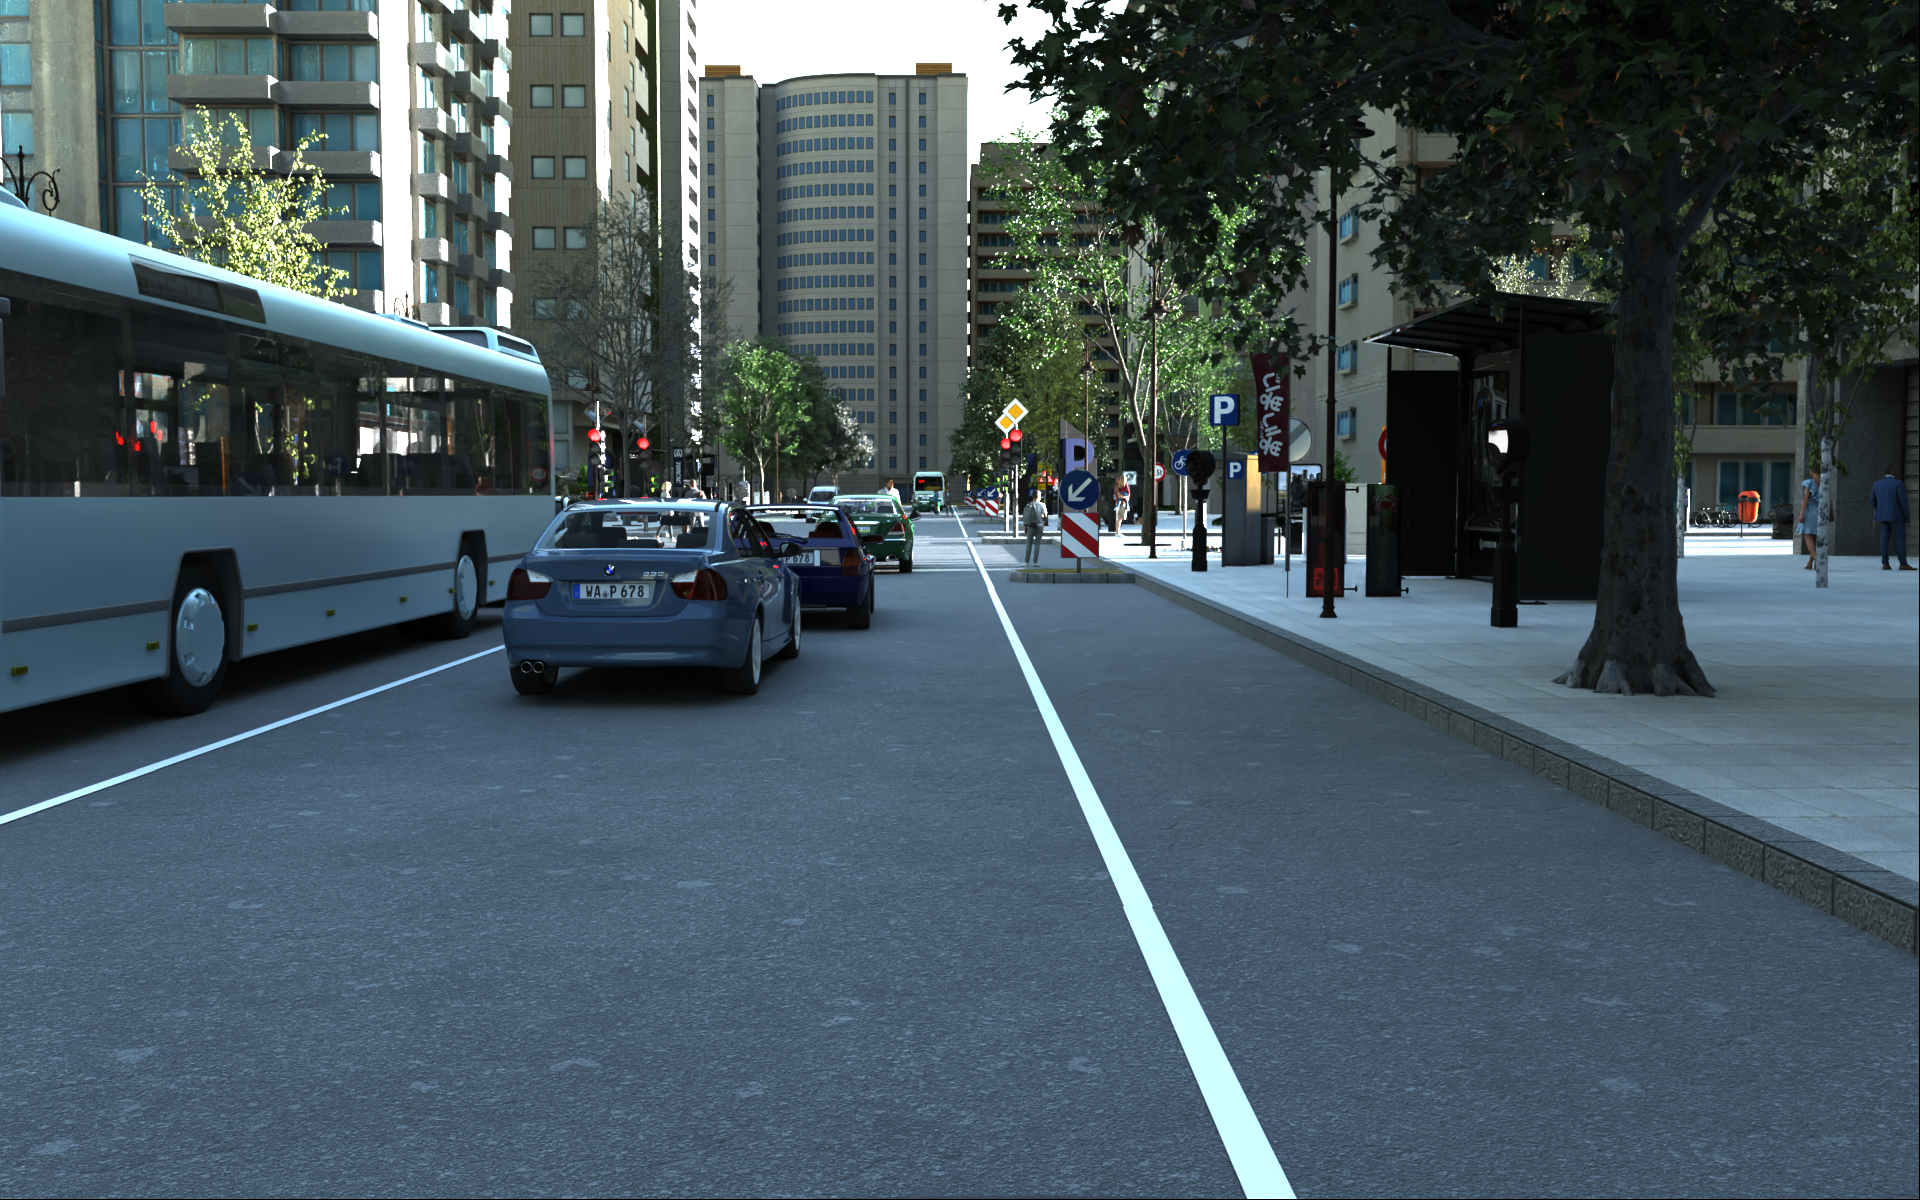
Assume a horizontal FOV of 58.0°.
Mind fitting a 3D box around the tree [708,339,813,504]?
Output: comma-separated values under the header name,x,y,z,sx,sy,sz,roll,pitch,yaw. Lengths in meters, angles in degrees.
name,x,y,z,sx,sy,sz,roll,pitch,yaw
tree,-13.505,-11.689,116.863,9.928,11.665,9.643,0,3,0

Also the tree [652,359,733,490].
name,x,y,z,sx,sy,sz,roll,pitch,yaw
tree,-13.265,-8.348,86.851,4.360,8.622,3.978,0,3,0

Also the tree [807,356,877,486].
name,x,y,z,sx,sy,sz,roll,pitch,yaw
tree,-13.404,-14.618,149.373,12.009,13.543,11.850,0,3,0

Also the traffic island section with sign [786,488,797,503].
name,x,y,z,sx,sy,sz,roll,pitch,yaw
traffic island section with sign,-10.732,-6.243,110.697,1.989,1.847,2.006,0,4,0

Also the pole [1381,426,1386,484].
name,x,y,z,sx,sy,sz,roll,pitch,yaw
pole,12.670,-3.536,51.664,0.158,3.312,0.155,0,3,0

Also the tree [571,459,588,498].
name,x,y,z,sx,sy,sz,roll,pitch,yaw
tree,-20.673,-6.157,95.269,1.663,3.219,1.824,0,3,0

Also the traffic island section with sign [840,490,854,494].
name,x,y,z,sx,sy,sz,roll,pitch,yaw
traffic island section with sign,-11.116,-9.286,160.448,1.989,1.847,2.006,0,4,0

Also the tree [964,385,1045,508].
name,x,y,z,sx,sy,sz,roll,pitch,yaw
tree,4.192,-14.422,153.930,7.486,12.596,7.792,0,3,0

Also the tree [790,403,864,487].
name,x,y,z,sx,sy,sz,roll,pitch,yaw
tree,-14.778,-14.693,174.641,8.767,10.594,7.601,0,4,5

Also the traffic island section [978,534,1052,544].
name,x,y,z,sx,sy,sz,roll,pitch,yaw
traffic island section,1.641,-1.744,50.794,2.009,0.180,2.903,0,4,0

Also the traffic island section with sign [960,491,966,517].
name,x,y,z,sx,sy,sz,roll,pitch,yaw
traffic island section with sign,1.183,-6.220,110.331,1.989,1.847,2.006,0,4,0

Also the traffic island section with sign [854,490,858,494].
name,x,y,z,sx,sy,sz,roll,pitch,yaw
traffic island section with sign,-11.329,-10.934,187.403,1.989,1.847,2.006,0,4,0

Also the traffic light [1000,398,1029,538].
name,x,y,z,sx,sy,sz,roll,pitch,yaw
traffic light,1.601,-3.777,50.680,0.839,4.253,0.868,0,4,0

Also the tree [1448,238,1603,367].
name,x,y,z,sx,sy,sz,roll,pitch,yaw
tree,13.856,-5.625,42.334,4.360,8.622,3.978,0,3,0

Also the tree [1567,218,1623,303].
name,x,y,z,sx,sy,sz,roll,pitch,yaw
tree,14.205,-5.147,34.519,4.737,8.622,4.395,0,3,0

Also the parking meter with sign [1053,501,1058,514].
name,x,y,z,sx,sy,sz,roll,pitch,yaw
parking meter with sign,6.919,-7.101,112.368,1.738,3.016,0.543,0,4,-8

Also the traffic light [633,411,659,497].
name,x,y,z,sx,sy,sz,roll,pitch,yaw
traffic light,-10.621,-4.259,58.555,0.839,4.253,0.868,0,4,0

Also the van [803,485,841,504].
name,x,y,z,sx,sy,sz,roll,pitch,yaw
van,-6.757,-4.862,86.510,2.013,2.044,4.112,0,4,1

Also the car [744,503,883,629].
name,x,y,z,sx,sy,sz,roll,pitch,yaw
car,-1.849,-0.435,19.694,1.945,1.354,3.894,0,4,-2

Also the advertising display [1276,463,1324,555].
name,x,y,z,sx,sy,sz,roll,pitch,yaw
advertising display,7.188,-1.924,36.668,0.974,1.923,0.123,1,4,23

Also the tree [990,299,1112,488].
name,x,y,z,sx,sy,sz,roll,pitch,yaw
tree,3.547,-6.996,64.742,4.737,8.622,4.395,0,3,0

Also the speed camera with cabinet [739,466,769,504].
name,x,y,z,sx,sy,sz,roll,pitch,yaw
speed camera with cabinet,-14.653,-7.878,123.142,2.038,3.252,0.660,0,4,2

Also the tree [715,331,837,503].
name,x,y,z,sx,sy,sz,roll,pitch,yaw
tree,-14.211,-13.892,133.794,9.857,13.997,8.962,0,3,0

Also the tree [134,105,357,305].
name,x,y,z,sx,sy,sz,roll,pitch,yaw
tree,-13.401,-5.047,32.888,4.737,8.622,4.395,0,3,0

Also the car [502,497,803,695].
name,x,y,z,sx,sy,sz,roll,pitch,yaw
car,-2.294,-0.101,13.653,2.014,1.417,4.499,0,4,1

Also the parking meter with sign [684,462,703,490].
name,x,y,z,sx,sy,sz,roll,pitch,yaw
parking meter with sign,-14.720,-5.913,92.937,1.738,3.016,0.543,-2,4,-30

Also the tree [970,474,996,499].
name,x,y,z,sx,sy,sz,roll,pitch,yaw
tree,2.766,-13.616,206.342,4.285,4.588,4.351,0,3,0

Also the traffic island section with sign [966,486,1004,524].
name,x,y,z,sx,sy,sz,roll,pitch,yaw
traffic island section with sign,1.396,-4.572,83.377,1.989,1.847,2.006,0,4,0

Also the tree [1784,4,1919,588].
name,x,y,z,sx,sy,sz,roll,pitch,yaw
tree,12.067,-4.473,23.504,4.737,8.622,4.395,0,3,0

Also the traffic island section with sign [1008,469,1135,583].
name,x,y,z,sx,sy,sz,roll,pitch,yaw
traffic island section with sign,1.816,-1.228,28.701,1.989,1.847,2.006,0,4,0

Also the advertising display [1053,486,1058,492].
name,x,y,z,sx,sy,sz,roll,pitch,yaw
advertising display,7.106,-7.703,131.150,0.974,1.923,0.123,3,4,37

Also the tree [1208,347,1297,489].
name,x,y,z,sx,sy,sz,roll,pitch,yaw
tree,14.453,-8.362,87.078,4.737,8.622,4.395,0,3,0

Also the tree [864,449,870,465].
name,x,y,z,sx,sy,sz,roll,pitch,yaw
tree,-14.233,-15.999,195.993,8.767,10.594,7.601,-2,4,-28

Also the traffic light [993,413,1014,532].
name,x,y,z,sx,sy,sz,roll,pitch,yaw
traffic light,1.539,-4.266,58.664,0.839,4.253,0.868,0,4,0

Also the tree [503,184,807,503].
name,x,y,z,sx,sy,sz,roll,pitch,yaw
tree,-13.276,-9.695,68.877,12.009,13.543,11.850,0,3,0

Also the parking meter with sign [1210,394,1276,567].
name,x,y,z,sx,sy,sz,roll,pitch,yaw
parking meter with sign,5.095,-2.123,30.973,0.543,3.016,1.738,2,4,35

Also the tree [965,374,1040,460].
name,x,y,z,sx,sy,sz,roll,pitch,yaw
tree,3.988,-11.661,125.064,8.767,10.594,7.601,2,4,28

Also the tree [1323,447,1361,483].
name,x,y,z,sx,sy,sz,roll,pitch,yaw
tree,15.080,-4.596,69.749,1.663,3.219,1.824,0,3,0

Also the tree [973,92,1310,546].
name,x,y,z,sx,sy,sz,roll,pitch,yaw
tree,4.515,-7.145,42.581,9.928,11.665,9.643,0,3,0

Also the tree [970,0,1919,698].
name,x,y,z,sx,sy,sz,roll,pitch,yaw
tree,4.480,-5.746,10.954,9.611,12.733,9.660,0,3,0

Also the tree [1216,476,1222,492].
name,x,y,z,sx,sy,sz,roll,pitch,yaw
tree,15.307,-6.343,98.306,1.663,3.219,1.824,0,3,0

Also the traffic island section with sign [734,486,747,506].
name,x,y,z,sx,sy,sz,roll,pitch,yaw
traffic island section with sign,-10.531,-4.567,83.295,1.989,1.847,2.006,0,4,0

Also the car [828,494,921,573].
name,x,y,z,sx,sy,sz,roll,pitch,yaw
car,-1.804,-1.298,33.028,2.131,1.459,4.920,0,4,-1

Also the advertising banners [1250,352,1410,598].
name,x,y,z,sx,sy,sz,roll,pitch,yaw
advertising banners,4.567,-1.544,21.440,2.074,3.025,0.090,0,4,-7

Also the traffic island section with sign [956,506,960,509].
name,x,y,z,sx,sy,sz,roll,pitch,yaw
traffic island section with sign,0.799,-9.291,160.530,1.989,1.847,2.006,0,4,0

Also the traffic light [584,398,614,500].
name,x,y,z,sx,sy,sz,roll,pitch,yaw
traffic light,-10.560,-3.771,50.570,0.839,4.253,0.868,0,4,0

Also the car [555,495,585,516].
name,x,y,z,sx,sy,sz,roll,pitch,yaw
car,-5.956,-0.854,23.748,2.009,1.686,4.222,0,4,-1

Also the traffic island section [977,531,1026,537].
name,x,y,z,sx,sy,sz,roll,pitch,yaw
traffic island section,1.579,-2.232,58.779,2.009,0.180,2.903,0,4,0
